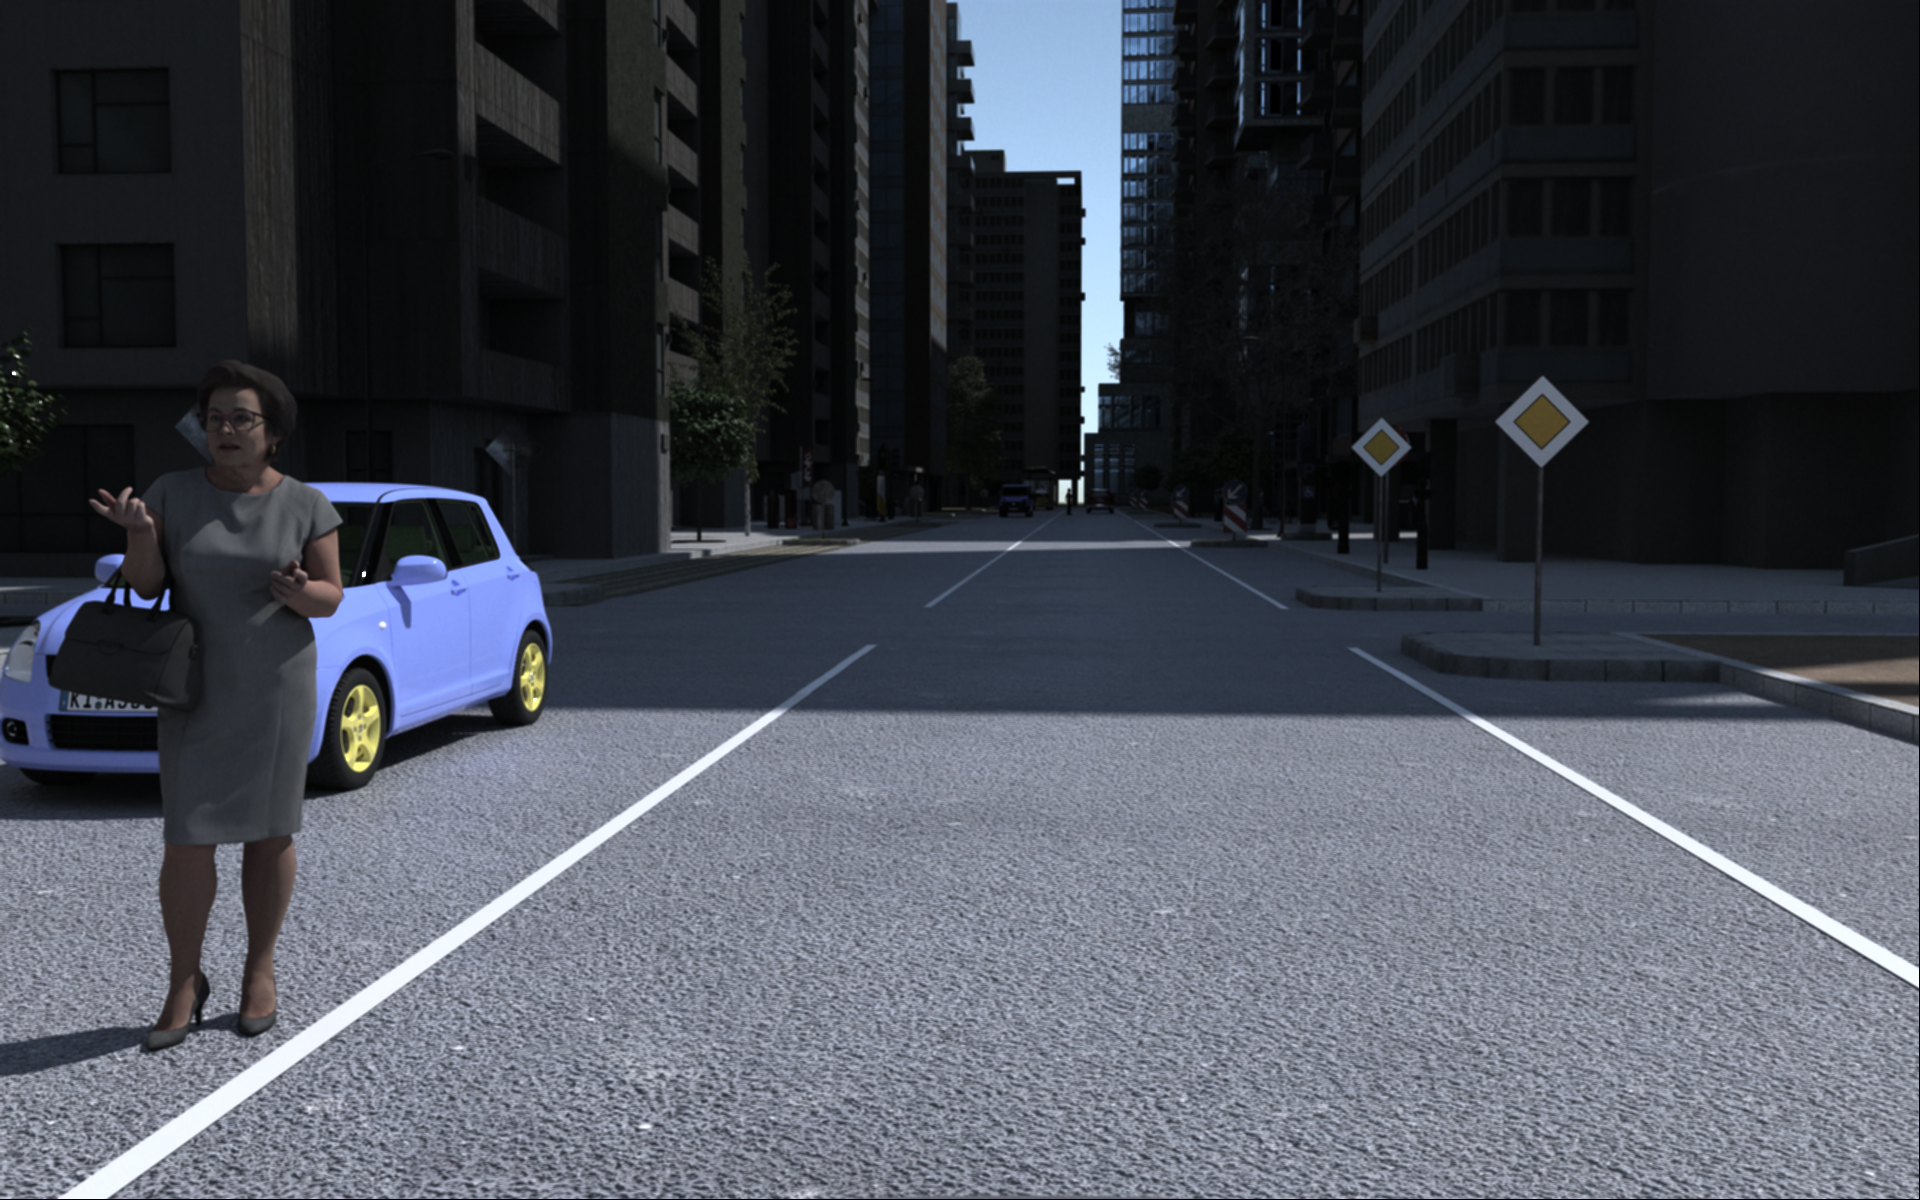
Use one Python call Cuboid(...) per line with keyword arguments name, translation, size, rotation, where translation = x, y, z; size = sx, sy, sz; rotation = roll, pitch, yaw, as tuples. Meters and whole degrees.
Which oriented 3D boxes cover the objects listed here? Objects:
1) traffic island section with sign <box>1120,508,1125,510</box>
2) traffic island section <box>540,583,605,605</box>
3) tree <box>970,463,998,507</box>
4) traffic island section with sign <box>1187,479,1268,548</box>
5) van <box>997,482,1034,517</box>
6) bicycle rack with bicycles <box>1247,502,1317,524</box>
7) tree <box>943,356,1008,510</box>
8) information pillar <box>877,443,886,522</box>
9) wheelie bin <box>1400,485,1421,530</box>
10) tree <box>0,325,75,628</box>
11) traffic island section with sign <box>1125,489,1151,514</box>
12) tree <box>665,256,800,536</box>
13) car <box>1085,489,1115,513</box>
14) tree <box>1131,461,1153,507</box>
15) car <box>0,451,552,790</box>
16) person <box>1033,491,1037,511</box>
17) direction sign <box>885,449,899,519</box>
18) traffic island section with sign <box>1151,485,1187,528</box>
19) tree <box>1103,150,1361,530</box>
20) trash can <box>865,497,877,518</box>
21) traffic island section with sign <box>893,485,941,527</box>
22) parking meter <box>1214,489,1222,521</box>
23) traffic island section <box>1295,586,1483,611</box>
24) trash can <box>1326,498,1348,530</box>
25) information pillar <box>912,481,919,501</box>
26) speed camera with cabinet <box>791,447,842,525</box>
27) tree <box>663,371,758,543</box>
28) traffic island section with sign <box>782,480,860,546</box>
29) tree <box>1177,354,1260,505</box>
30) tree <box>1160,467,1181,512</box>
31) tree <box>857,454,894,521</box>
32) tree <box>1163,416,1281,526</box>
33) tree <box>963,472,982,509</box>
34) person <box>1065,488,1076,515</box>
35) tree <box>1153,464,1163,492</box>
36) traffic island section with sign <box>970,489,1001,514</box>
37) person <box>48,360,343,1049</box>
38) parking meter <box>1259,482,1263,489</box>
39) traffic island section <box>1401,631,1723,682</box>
Cuboid(name="traffic island section with sign", translation=(15.138, -8.798, 152.467), size=(1.989, 1.847, 2.006), rotation=(0, 4, 4))
Cuboid(name="traffic island section", translation=(-6.059, -0.075, 23.511), size=(2.009, 0.180, 2.903), rotation=(0, 4, 4))
Cuboid(name="tree", translation=(2.281, -11.763, 176.042), size=(4.285, 4.588, 4.351), rotation=(0, 3, 0))
Cuboid(name="traffic island section with sign", translation=(7.344, -2.371, 47.390), size=(1.989, 1.847, 2.006), rotation=(0, 4, 4))
Cuboid(name="van", translation=(3.533, -6.352, 108.246), size=(2.240, 2.365, 5.245), rotation=(0, 4, 6))
Cuboid(name="bicycle rack with bicycles", translation=(14.345, -3.806, 75.611), size=(2.852, 0.926, 2.925), rotation=(-3, 4, -38))
Cuboid(name="tree", translation=(0.289, -13.736, 142.711), size=(7.486, 12.596, 7.792), rotation=(0, 3, 0))
Cuboid(name="information pillar", translation=(-3.576, -5.343, 78.716), size=(0.183, 3.616, 0.504), rotation=(2, 4, 34))
Cuboid(name="wheelie bin", translation=(15.855, -3.265, 61.291), size=(0.693, 1.594, 0.980), rotation=(-3, 5, -39))
Cuboid(name="tree", translation=(-9.698, -1.362, 16.872), size=(1.663, 3.219, 1.824), rotation=(0, 3, 0))
Cuboid(name="traffic island section with sign", translation=(13.099, -7.127, 125.154), size=(1.989, 1.847, 2.006), rotation=(0, 4, 4))
Cuboid(name="tree", translation=(-6.704, -6.259, 52.704), size=(4.737, 8.622, 4.395), rotation=(0, 3, 0))
Cuboid(name="car", translation=(10.472, -7.391, 129.515), size=(2.281, 1.827, 5.304), rotation=(0, 4, 4))
Cuboid(name="tree", translation=(18.588, -11.455, 171.006), size=(4.285, 4.588, 4.351), rotation=(0, 3, 0))
Cuboid(name="car", translation=(-3.608, 0.001, 9.569), size=(1.945, 1.707, 3.694), rotation=(0, 4, 6))
Cuboid(name="person", translation=(6.425, -8.403, 146.709), size=(0.721, 1.723, 1.217), rotation=(0, 4, 7))
Cuboid(name="direction sign", translation=(-3.494, -5.855, 87.731), size=(0.876, 3.537, 0.379), rotation=(1, 4, 23))
Cuboid(name="traffic island section with sign", translation=(9.365, -4.037, 74.637), size=(1.989, 1.847, 2.006), rotation=(0, 4, 4))
Cuboid(name="tree", translation=(10.584, -9.247, 61.557), size=(12.009, 13.543, 11.850), rotation=(0, 3, 0))
Cuboid(name="trash can", translation=(-4.687, -4.873, 91.326), size=(0.748, 1.137, 0.748), rotation=(0, 3, 0))
Cuboid(name="traffic island section with sign", translation=(-1.848, -4.110, 75.821), size=(1.989, 1.847, 2.006), rotation=(0, 4, 4))
Cuboid(name="parking meter", translation=(12.098, -4.448, 81.129), size=(0.372, 1.533, 0.369), rotation=(0, 3, 0))
Cuboid(name="traffic island section", translation=(5.500, -0.023, 22.652), size=(2.009, 0.180, 2.903), rotation=(0, 4, 4))
Cuboid(name="trash can", translation=(13.350, -3.040, 61.365), size=(0.748, 1.137, 0.748), rotation=(0, 3, 0))
Cuboid(name="information pillar", translation=(-2.412, -5.532, 94.939), size=(0.304, 2.012, 0.304), rotation=(-2, 4, -23))
Cuboid(name="speed camera with cabinet", translation=(-6.028, -4.791, 72.669), size=(2.038, 3.252, 0.660), rotation=(-1, 4, -21))
Cuboid(name="tree", translation=(-7.074, -3.828, 46.300), size=(4.285, 4.588, 4.351), rotation=(0, 3, 0))
Cuboid(name="traffic island section with sign", translation=(-3.854, -2.452, 48.717), size=(1.989, 1.847, 2.006), rotation=(0, 4, 4))
Cuboid(name="tree", translation=(13.093, -8.315, 86.316), size=(4.360, 8.622, 3.978), rotation=(0, 3, 0))
Cuboid(name="tree", translation=(15.050, -7.850, 122.949), size=(1.663, 3.219, 1.824), rotation=(0, 3, 0))
Cuboid(name="tree", translation=(-4.227, -5.419, 83.199), size=(1.663, 3.219, 1.824), rotation=(0, 3, 0))
Cuboid(name="tree", translation=(11.505, -5.343, 71.078), size=(4.285, 4.588, 4.351), rotation=(0, 3, 0))
Cuboid(name="tree", translation=(0.931, -9.435, 148.860), size=(1.663, 3.219, 1.824), rotation=(0, 3, 0))
Cuboid(name="person", translation=(7.502, -6.732, 118.502), size=(0.705, 1.831, 1.348), rotation=(-2, 4, -24))
Cuboid(name="tree", translation=(12.955, -6.759, 94.230), size=(4.285, 4.588, 4.351), rotation=(0, 3, 0))
Cuboid(name="traffic island section with sign", translation=(1.798, -7.116, 124.969), size=(1.989, 1.847, 2.006), rotation=(0, 4, 4))
Cuboid(name="person", translation=(-1.983, 0.266, 4.513), size=(0.716, 1.782, 0.532), rotation=(-1, 4, -17))
Cuboid(name="parking meter", translation=(14.138, -4.642, 81.605), size=(0.255, 1.863, 0.399), rotation=(0, 4, 2))
Cuboid(name="traffic island section", translation=(4.910, 0.464, 14.689), size=(2.009, 0.180, 2.903), rotation=(0, 4, 4))
